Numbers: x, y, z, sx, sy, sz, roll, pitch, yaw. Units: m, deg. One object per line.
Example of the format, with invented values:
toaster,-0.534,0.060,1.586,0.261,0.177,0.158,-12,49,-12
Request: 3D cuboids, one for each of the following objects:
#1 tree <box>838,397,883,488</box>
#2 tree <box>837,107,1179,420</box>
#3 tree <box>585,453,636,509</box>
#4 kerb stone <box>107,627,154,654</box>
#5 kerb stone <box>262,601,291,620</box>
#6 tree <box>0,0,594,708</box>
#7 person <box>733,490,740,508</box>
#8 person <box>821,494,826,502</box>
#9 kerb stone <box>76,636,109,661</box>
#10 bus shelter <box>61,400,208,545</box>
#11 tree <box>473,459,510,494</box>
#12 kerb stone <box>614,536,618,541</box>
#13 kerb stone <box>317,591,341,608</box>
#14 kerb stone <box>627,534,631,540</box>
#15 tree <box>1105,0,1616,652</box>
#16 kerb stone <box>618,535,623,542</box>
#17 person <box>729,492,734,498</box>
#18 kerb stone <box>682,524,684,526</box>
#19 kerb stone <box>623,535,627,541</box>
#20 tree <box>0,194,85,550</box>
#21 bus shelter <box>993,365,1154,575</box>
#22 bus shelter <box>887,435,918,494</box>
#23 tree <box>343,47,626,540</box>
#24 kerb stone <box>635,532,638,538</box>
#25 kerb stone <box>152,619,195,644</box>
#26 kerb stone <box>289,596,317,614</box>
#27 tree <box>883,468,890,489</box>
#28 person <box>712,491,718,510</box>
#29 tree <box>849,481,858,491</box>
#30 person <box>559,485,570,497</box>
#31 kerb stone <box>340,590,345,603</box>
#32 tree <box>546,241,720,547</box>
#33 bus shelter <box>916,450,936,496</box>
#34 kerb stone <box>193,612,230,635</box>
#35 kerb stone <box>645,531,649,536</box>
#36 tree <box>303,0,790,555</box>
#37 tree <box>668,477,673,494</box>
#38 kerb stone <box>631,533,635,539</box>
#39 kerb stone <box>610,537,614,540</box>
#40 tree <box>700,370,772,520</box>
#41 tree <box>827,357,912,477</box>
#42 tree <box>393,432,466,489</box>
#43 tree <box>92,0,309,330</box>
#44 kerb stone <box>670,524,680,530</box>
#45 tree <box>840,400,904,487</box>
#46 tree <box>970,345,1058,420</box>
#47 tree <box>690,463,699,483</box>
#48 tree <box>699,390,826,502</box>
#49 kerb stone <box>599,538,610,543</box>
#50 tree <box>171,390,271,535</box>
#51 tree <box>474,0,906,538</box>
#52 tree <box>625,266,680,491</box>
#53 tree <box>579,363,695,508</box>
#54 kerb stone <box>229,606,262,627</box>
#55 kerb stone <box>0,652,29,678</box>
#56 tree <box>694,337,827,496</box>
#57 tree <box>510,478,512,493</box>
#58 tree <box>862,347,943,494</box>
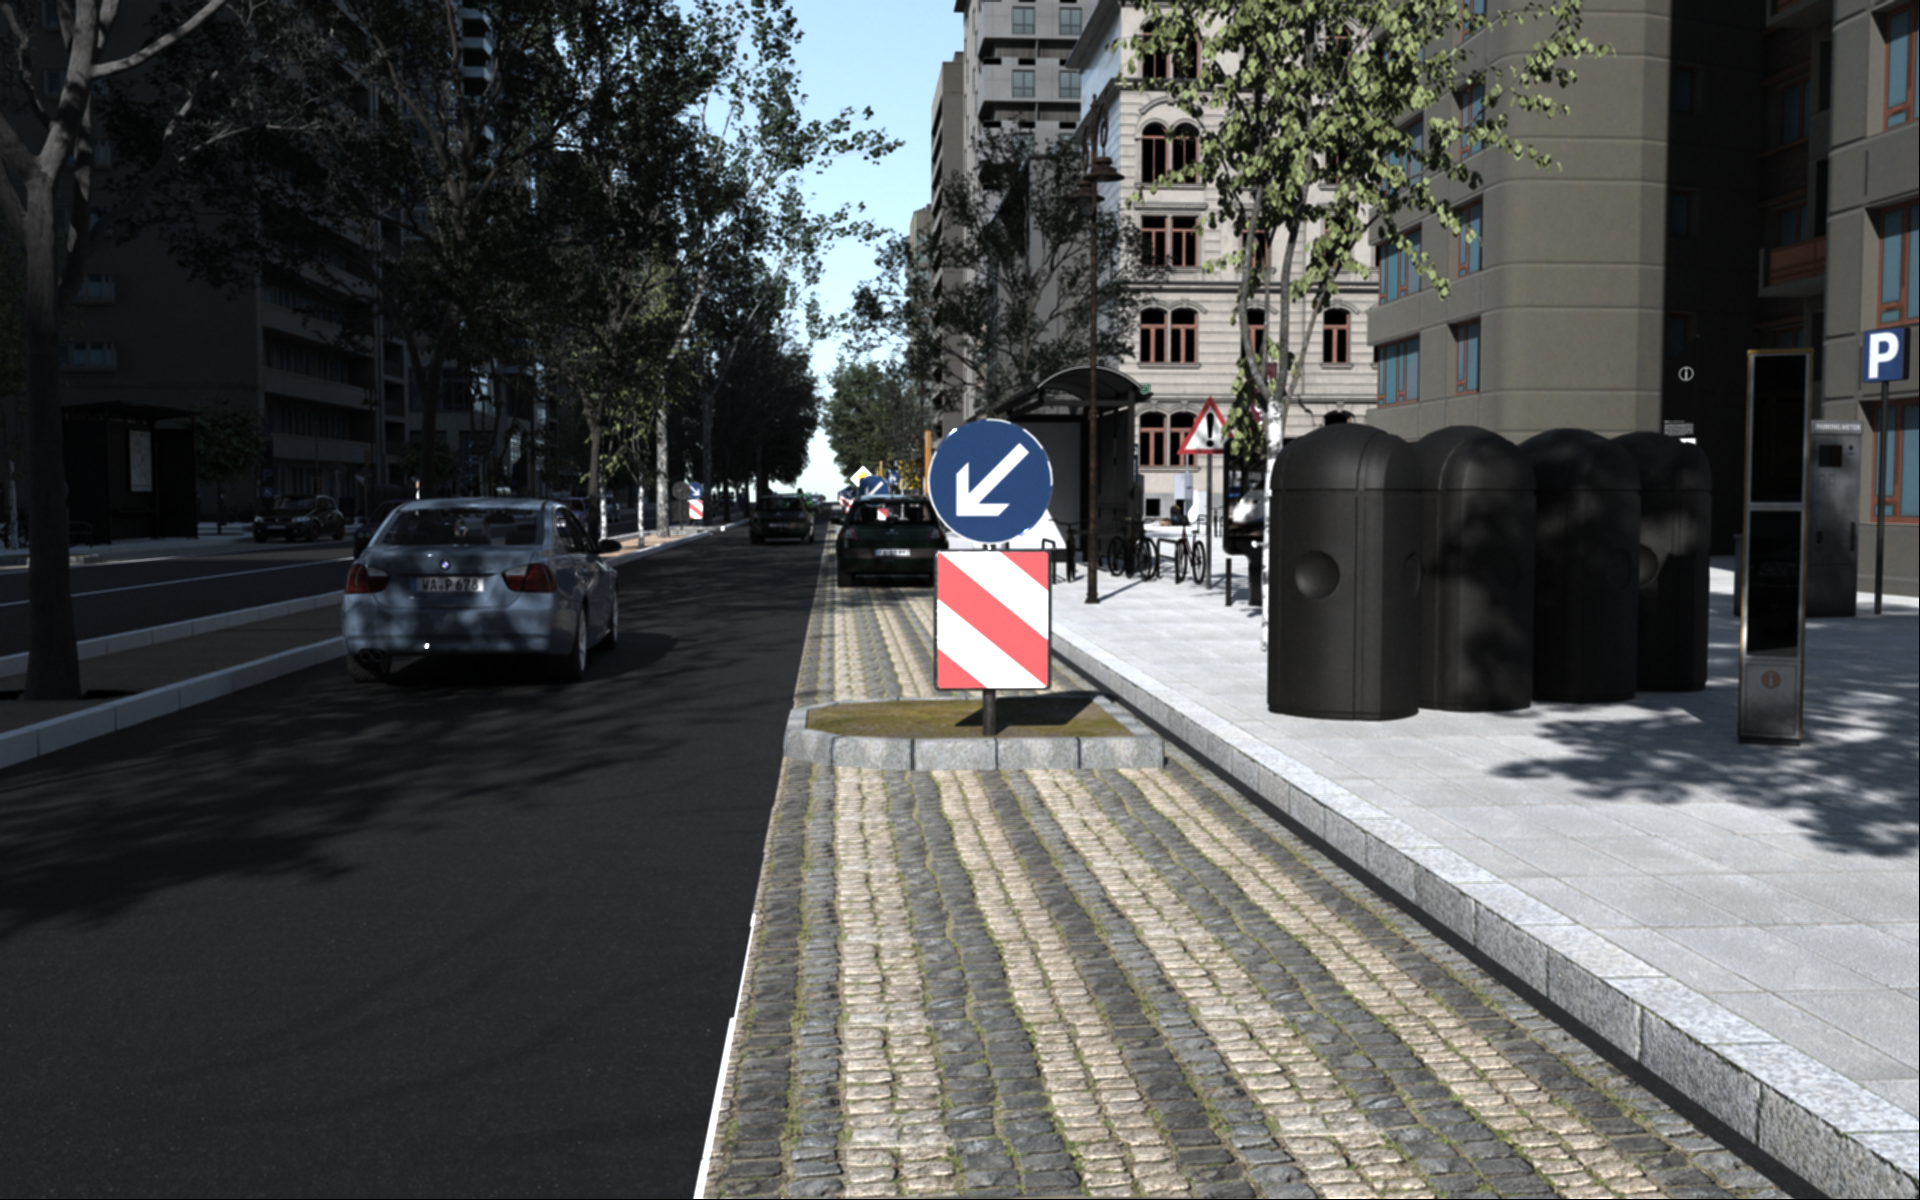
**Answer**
tree,-10.630,-17.395,202.536,7.486,12.596,7.792,0,3,0
tree,1.027,-6.629,42.803,8.767,10.594,7.601,0,4,3
tree,-29.829,-10.160,149.833,4.285,4.588,4.351,0,3,0
kerb stone,-7.672,0.387,15.882,0.120,0.150,1.000,0,4,-4
kerb stone,-7.964,0.138,19.968,0.120,0.150,1.000,0,4,-4
tree,-6.396,-6.057,11.866,12.009,13.543,11.850,0,3,0
person,-23.177,-10.540,180.968,0.705,1.807,1.348,3,4,36
person,-19.935,-14.707,252.147,0.799,1.438,0.628,0,4,-4
kerb stone,-7.597,0.449,14.856,0.120,0.150,1.000,0,4,-4
bus shelter,-22.074,-3.371,46.391,1.731,3.624,6.357,0,4,-4
tree,-25.502,-6.065,93.759,1.663,3.219,1.824,0,3,0
kerb stone,-10.191,-1.740,50.680,0.120,0.150,1.000,0,4,-4
kerb stone,-8.105,0.016,22.020,0.120,0.150,1.000,0,4,-4
kerb stone,-10.415,-1.930,53.750,0.120,0.150,1.000,0,4,-4
tree,2.760,-3.891,13.981,4.737,8.622,4.395,0,3,0
kerb stone,-10.262,-1.805,51.709,0.120,0.150,1.000,0,4,-4
person,-34.109,-15.134,255.943,1.348,1.824,0.705,1,4,18
kerb stone,-11.789,-3.088,72.728,0.120,0.150,1.000,0,4,-4
kerb stone,-10.339,-1.867,52.729,0.120,0.150,1.000,0,4,-4
tree,-21.996,-5.460,39.641,4.737,8.622,4.395,0,3,0
bus shelter,1.824,-2.201,29.904,2.014,3.302,5.546,0,4,-4
bus shelter,-3.721,-8.338,113.951,2.179,5.291,8.768,0,4,-4
tree,-7.815,-4.613,28.247,4.360,8.622,3.978,0,3,0
kerb stone,-10.561,-2.052,55.798,0.120,0.150,1.000,0,4,-4
kerb stone,-7.742,0.325,16.902,0.120,0.150,1.000,0,4,-4
kerb stone,-8.034,0.073,20.995,0.120,0.150,1.000,0,4,-4
tree,-5.298,-8.045,126.131,1.663,3.219,1.824,0,3,0
person,-21.767,-8.805,153.386,0.541,1.710,0.530,3,5,41
tree,-12.355,-14.014,212.839,4.285,4.588,4.351,0,3,0
person,-18.575,-4.470,81.435,0.661,1.843,0.795,-3,5,-42
kerb stone,-8.187,-0.052,23.051,0.120,0.150,1.000,0,4,-4
tree,-8.711,-5.761,47.008,4.737,8.622,4.395,0,3,0
bus shelter,-0.934,-5.241,79.620,2.014,3.302,5.546,0,4,-4
kerb stone,-7.814,0.261,17.926,0.120,0.150,1.000,0,4,-4
kerb stone,-10.770,-2.243,58.869,0.120,0.150,1.000,0,4,-4
tree,-7.700,-6.040,35.622,8.767,10.594,7.601,0,4,-4
tree,-33.117,-12.402,197.374,1.663,3.219,1.824,0,3,0
kerb stone,-10.486,-1.993,54.775,0.120,0.150,1.000,0,4,-4
kerb stone,-10.115,-1.676,49.660,0.120,0.150,1.000,0,4,-4
tree,-12.370,-8.758,96.020,4.360,8.622,3.978,0,3,0
tree,-8.205,-15.498,160.051,9.857,13.997,8.962,0,3,0
tree,-25.129,-5.993,81.699,4.285,4.588,4.351,0,3,0
tree,-7.035,-5.216,22.159,8.767,10.594,7.601,0,4,-4
kerb stone,-11.638,-2.966,70.683,0.120,0.150,1.000,0,4,-4
tree,-6.067,-11.147,132.613,4.737,8.622,4.395,0,3,0
tree,2.581,-8.259,85.398,4.360,8.622,3.978,0,3,0
tree,-41.334,-23.558,302.185,9.611,12.733,9.660,0,3,0
tree,-15.556,-13.428,139.014,9.611,12.733,9.660,0,3,0
kerb stone,-10.036,-1.617,48.634,0.120,0.150,1.000,0,4,-4
tree,-23.419,-4.335,54.587,4.285,4.588,4.351,0,3,0
tree,-8.459,-12.056,55.454,12.611,20.169,13.585,0,3,0
tree,-8.632,-5.436,41.699,4.360,8.622,3.978,0,3,0
tree,-30.440,-15.466,159.526,9.857,13.997,8.962,0,3,0
kerb stone,-7.891,0.199,18.948,0.120,0.150,1.000,0,4,-4
kerb stone,-7.519,0.514,13.832,0.120,0.150,1.000,0,4,-4
tree,-14.598,-13.415,128.447,9.857,13.997,8.962,0,3,0
tree,-29.894,-7.249,113.123,1.663,3.219,1.824,0,3,0
tree,-2.860,-8.316,86.327,4.360,8.622,3.978,0,3,0
